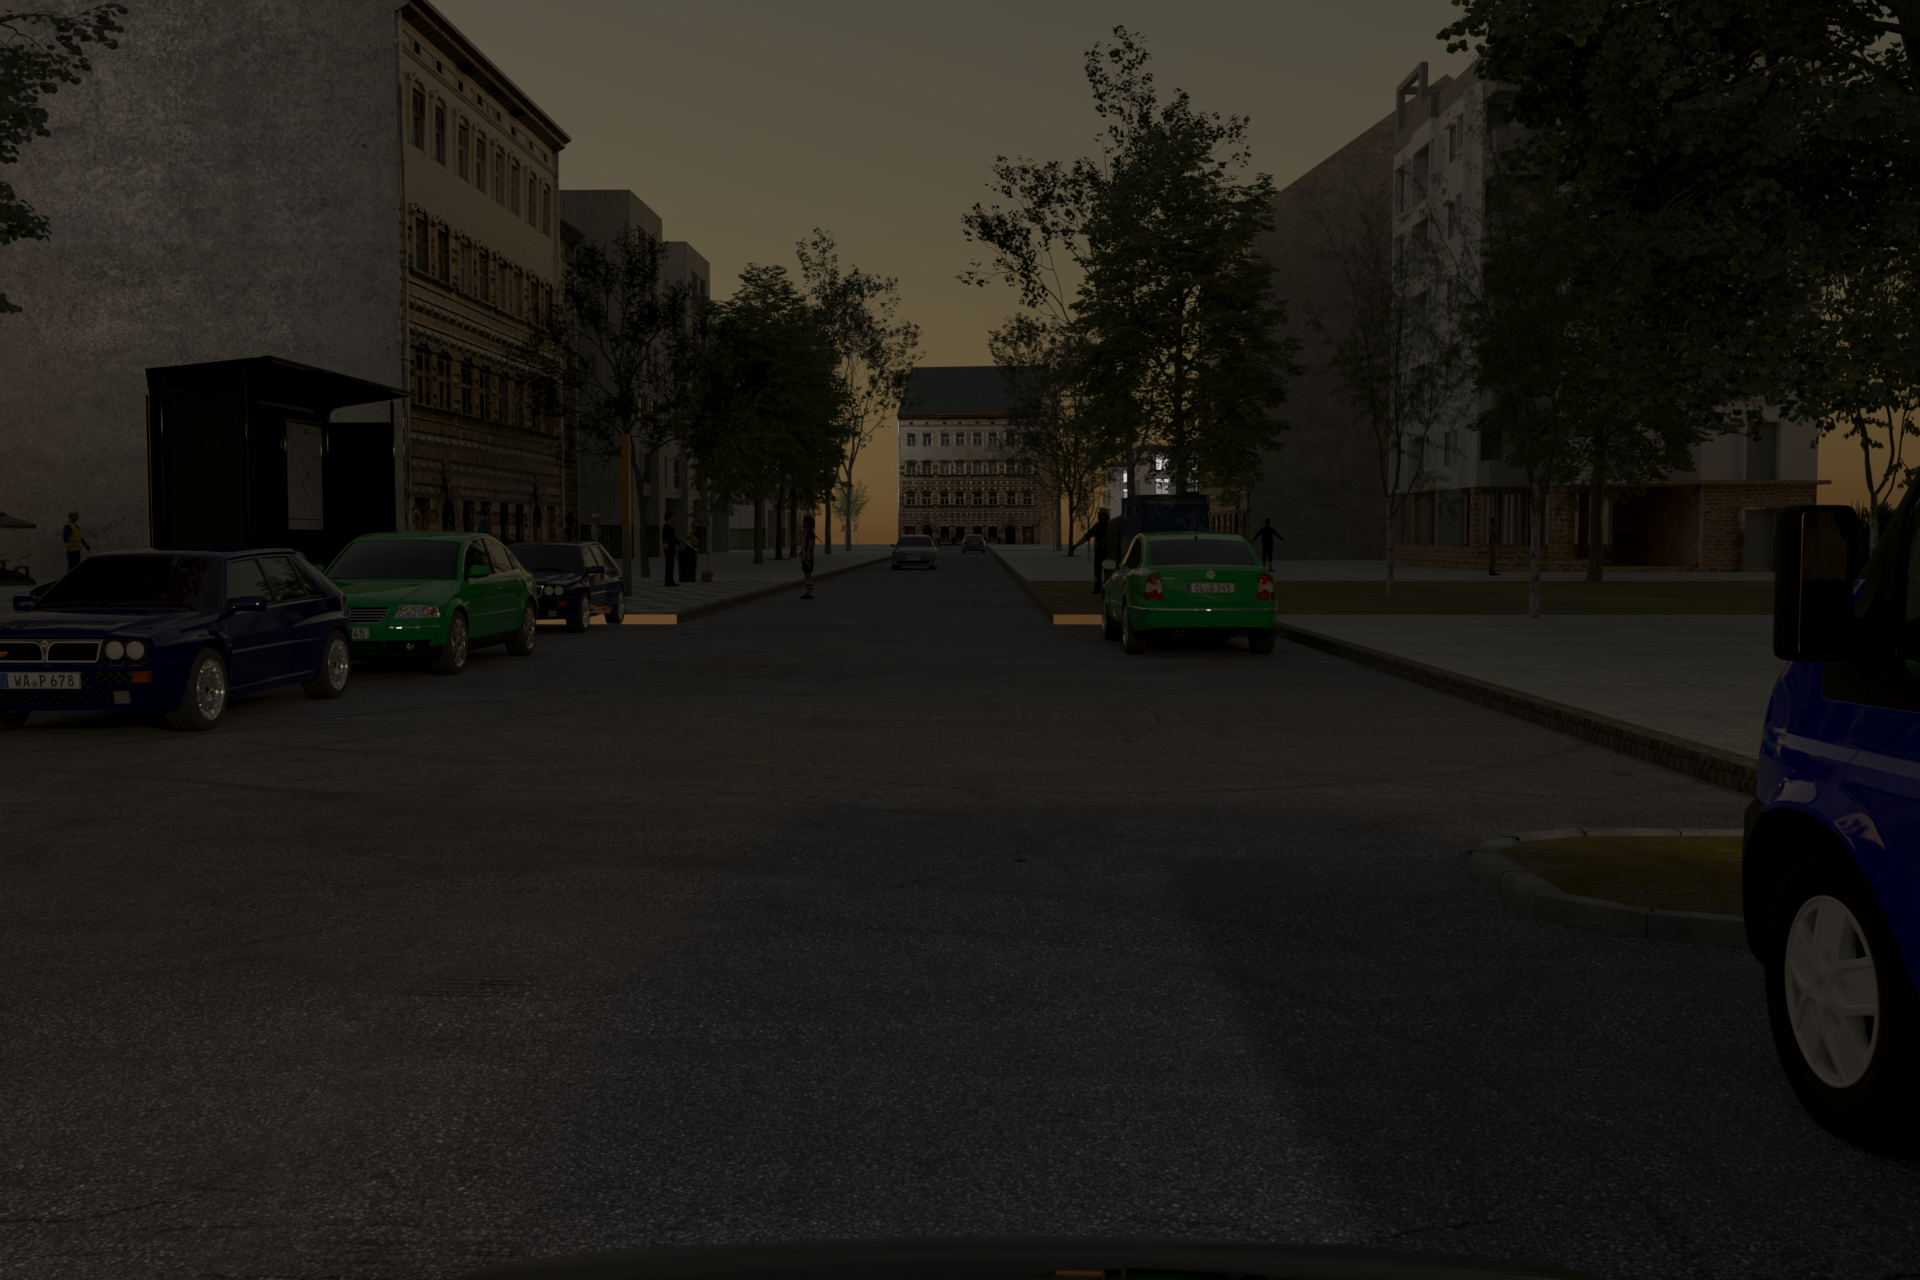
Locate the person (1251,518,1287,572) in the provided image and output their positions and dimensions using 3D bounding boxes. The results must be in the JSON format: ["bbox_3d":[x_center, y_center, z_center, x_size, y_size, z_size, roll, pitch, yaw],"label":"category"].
[{"bbox_3d":[10.485,-3.231,58.962,1.346,1.812,0.704,3,4,37],"label":"person"}]

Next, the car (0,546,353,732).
[{"bbox_3d":[-6.282,-0.075,13.799,1.945,1.354,3.894,0,4,1],"label":"car"}]

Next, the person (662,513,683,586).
[{"bbox_3d":[-7.107,-2.224,42.554,0.705,1.806,1.347,0,4,7],"label":"person"}]

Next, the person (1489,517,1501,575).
[{"bbox_3d":[16.586,-2.905,53.766,0.705,1.796,1.348,2,4,26],"label":"person"}]

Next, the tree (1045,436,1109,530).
[{"bbox_3d":[6.956,-9.859,111.556,4.360,8.622,3.978,0,3,0],"label":"tree"}]

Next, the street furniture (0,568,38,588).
[{"bbox_3d":[-26.616,-1.453,39.389,5.734,0.657,10.072,2,4,33],"label":"street furniture"}]

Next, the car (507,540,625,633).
[{"bbox_3d":[-6.271,-0.843,26.370,1.945,1.354,3.894,0,4,1],"label":"car"}]

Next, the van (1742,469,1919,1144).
[{"bbox_3d":[2.972,0.125,2.335,2.240,2.365,5.245,0,4,-1],"label":"van"}]

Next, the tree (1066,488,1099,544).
[{"bbox_3d":[15.640,-16.569,221.260,4.737,8.622,4.395,0,3,0],"label":"tree"}]

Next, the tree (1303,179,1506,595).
[{"bbox_3d":[9.095,-5.269,36.514,4.360,8.622,3.978,0,3,0],"label":"tree"}]

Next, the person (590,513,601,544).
[{"bbox_3d":[-9.870,-2.522,47.091,0.705,1.847,1.347,-1,4,-11],"label":"person"}]

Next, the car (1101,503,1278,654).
[{"bbox_3d":[2.835,-0.810,22.044,1.959,1.807,4.718,0,4,-1],"label":"car"}]

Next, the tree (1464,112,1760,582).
[{"bbox_3d":[17.133,-7.827,46.102,7.486,12.596,7.792,0,3,0],"label":"tree"}]

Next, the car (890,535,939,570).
[{"bbox_3d":[-1.829,-3.591,70.723,2.014,1.417,4.499,0,4,1],"label":"car"}]

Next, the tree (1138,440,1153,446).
[{"bbox_3d":[24.481,-19.174,223.871,12.009,13.543,11.850,0,3,0],"label":"tree"}]

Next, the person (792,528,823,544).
[{"bbox_3d":[-5.670,-3.513,64.234,1.217,1.733,0.721,-2,4,-28],"label":"person"}]

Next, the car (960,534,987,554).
[{"bbox_3d":[1.026,-7.152,128.942,2.014,1.417,4.499,0,3,0],"label":"car"}]

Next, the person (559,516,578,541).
[{"bbox_3d":[-11.590,-2.759,51.261,0.704,1.843,1.345,1,4,15],"label":"person"}]

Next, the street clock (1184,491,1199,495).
[{"bbox_3d":[3.935,-1.523,29.466,0.358,2.002,0.471,0,4,1],"label":"street clock"}]

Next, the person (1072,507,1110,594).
[{"bbox_3d":[3.052,-1.918,37.136,1.354,1.856,0.705,2,4,28],"label":"person"}]

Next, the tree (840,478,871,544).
[{"bbox_3d":[-13.677,-16.833,225.573,4.737,8.622,4.395,0,3,0],"label":"tree"}]

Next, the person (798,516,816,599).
[{"bbox_3d":[-3.389,-1.815,38.284,0.704,1.843,1.345,-1,4,-11],"label":"person"}]

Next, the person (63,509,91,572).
[{"bbox_3d":[-19.434,-1.961,38.036,0.705,1.833,1.349,-1,4,-9],"label":"person"}]

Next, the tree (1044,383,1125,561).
[{"bbox_3d":[6.309,-8.141,83.471,4.360,8.622,3.978,0,3,0],"label":"tree"}]

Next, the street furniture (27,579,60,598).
[{"bbox_3d":[-13.141,-1.185,34.997,10.072,0.657,5.734,-2,4,-28],"label":"street furniture"}]

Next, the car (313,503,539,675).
[{"bbox_3d":[-5.953,-0.626,19.025,1.959,1.807,4.718,0,4,1],"label":"car"}]

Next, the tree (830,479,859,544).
[{"bbox_3d":[-14.916,-16.536,220.725,4.737,8.622,4.395,0,3,0],"label":"tree"}]

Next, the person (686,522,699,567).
[{"bbox_3d":[-10.310,-3.675,66.545,0.721,1.772,1.216,-2,4,-29],"label":"person"}]

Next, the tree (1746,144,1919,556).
[{"bbox_3d":[16.780,-4.982,31.810,4.737,8.622,4.395,0,3,0],"label":"tree"}]

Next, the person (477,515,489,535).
[{"bbox_3d":[-13.670,-2.649,49.436,0.704,1.817,1.347,0,4,2],"label":"person"}]

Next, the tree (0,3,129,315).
[{"bbox_3d":[-12.253,-6.587,14.355,9.857,13.997,8.962,0,3,0],"label":"tree"}]
